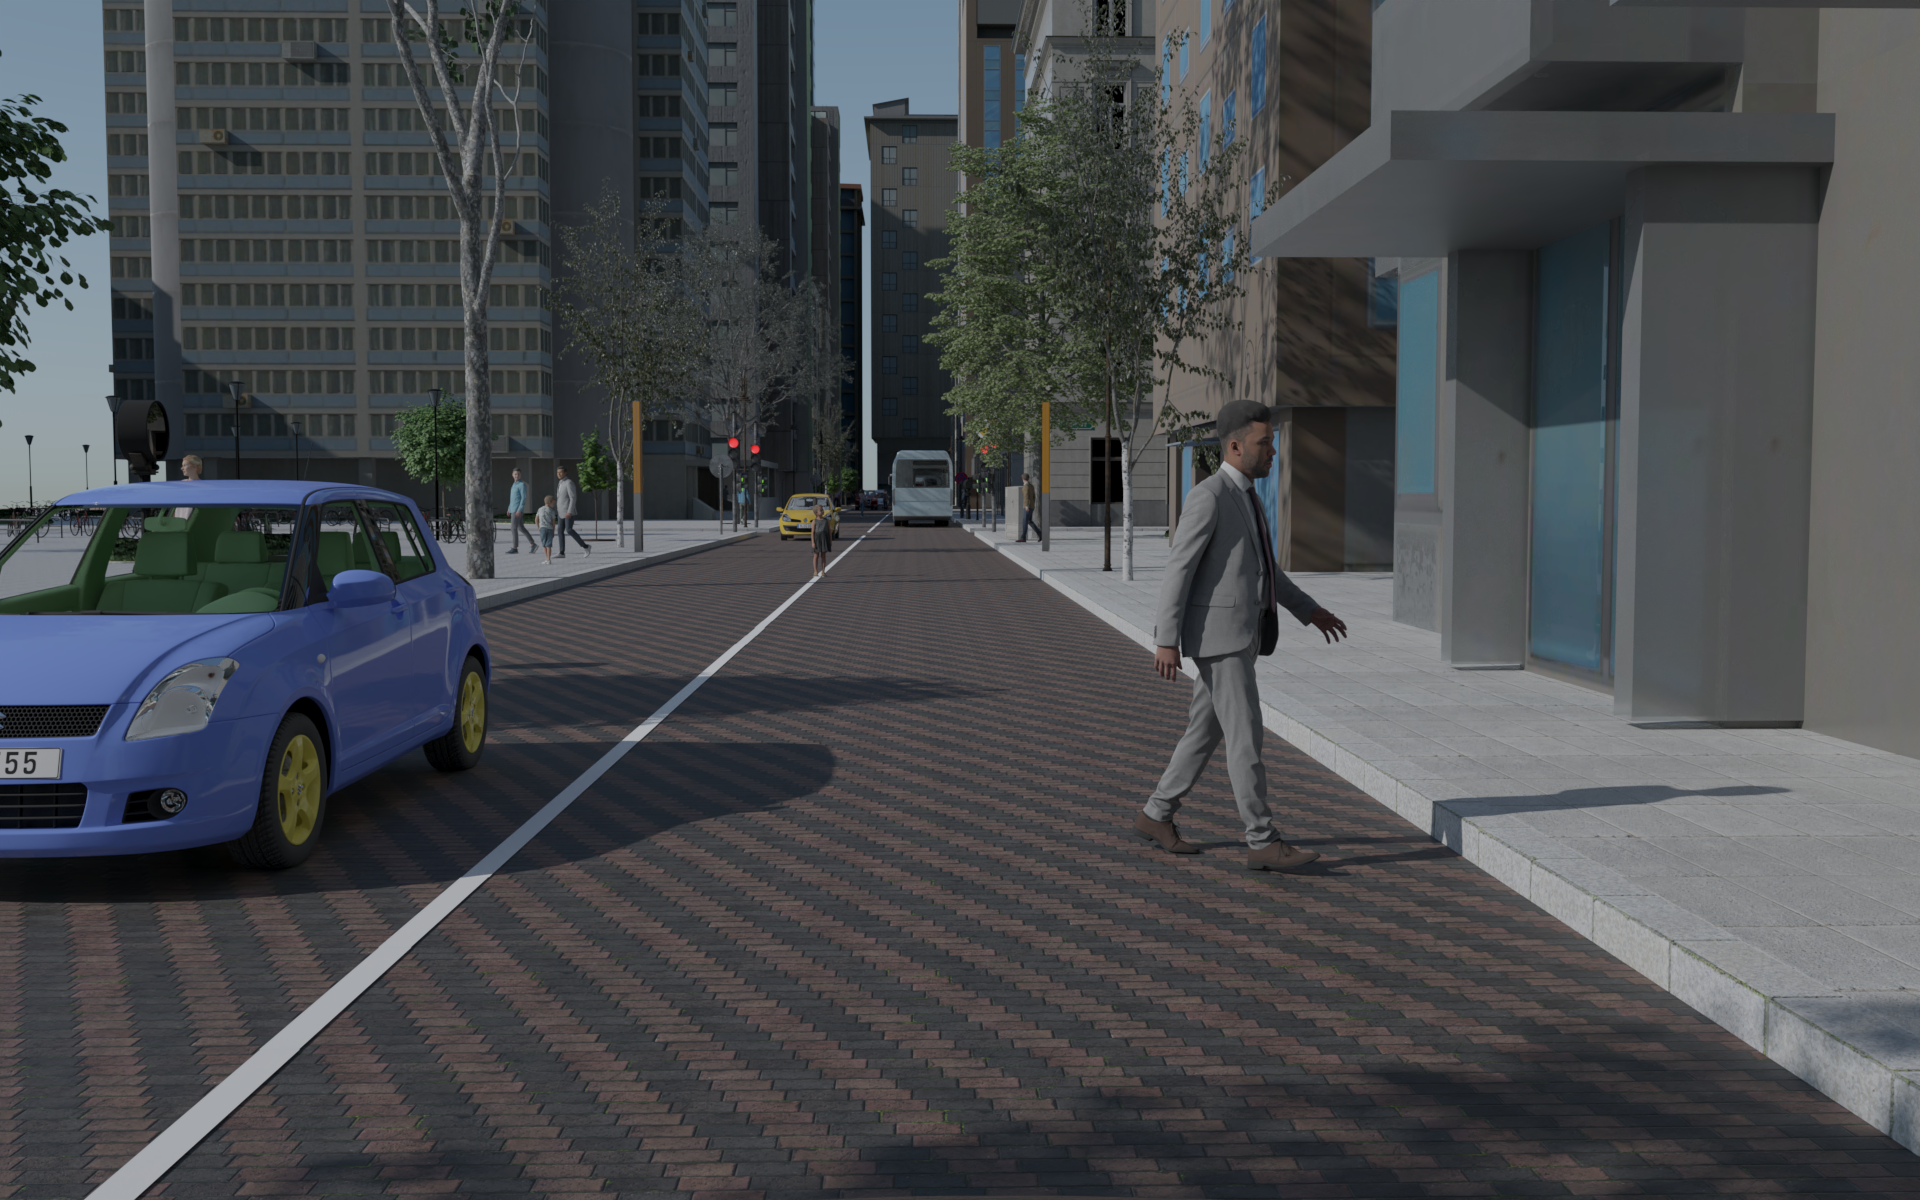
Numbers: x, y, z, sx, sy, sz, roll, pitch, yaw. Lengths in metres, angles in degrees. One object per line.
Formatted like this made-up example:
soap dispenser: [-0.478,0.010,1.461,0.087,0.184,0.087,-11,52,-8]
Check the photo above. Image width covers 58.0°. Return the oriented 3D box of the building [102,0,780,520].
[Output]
building: [-26.252,-24.411,91.009,32.217,40.220,23.993,0,4,-2]

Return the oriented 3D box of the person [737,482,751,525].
person: [-9.082,-4.044,72.504,0.601,1.785,0.444,2,4,29]

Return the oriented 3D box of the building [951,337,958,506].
building: [13.108,-21.860,202.443,27.650,21.520,28.899,0,4,-2]

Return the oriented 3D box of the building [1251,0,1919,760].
building: [14.261,-23.482,3.546,23.786,49.044,30.456,0,4,-2]

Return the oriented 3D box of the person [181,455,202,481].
person: [-9.163,-0.851,20.626,0.731,1.740,0.598,0,4,0]

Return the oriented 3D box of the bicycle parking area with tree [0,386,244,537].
bicycle parking area with tree: [-25.811,-3.739,48.139,9.016,4.147,8.231,3,5,43]

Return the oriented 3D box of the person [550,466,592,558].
person: [-7.802,-1.758,34.637,0.795,1.843,0.661,-2,4,-33]

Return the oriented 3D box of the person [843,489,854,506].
person: [-12.023,-11.081,187.228,1.348,1.823,0.705,-2,4,-24]

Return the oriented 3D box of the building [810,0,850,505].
building: [-28.973,-54.484,203.490,31.000,86.520,22.319,0,4,-2]

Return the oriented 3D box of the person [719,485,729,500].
person: [-14.600,-6.188,107.021,0.655,1.846,0.447,0,4,-6]

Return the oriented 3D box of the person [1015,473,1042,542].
person: [1.850,-2.452,46.042,0.836,1.842,0.656,-1,4,-11]

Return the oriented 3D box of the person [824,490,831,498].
person: [-11.118,-8.524,145.270,0.709,1.838,0.599,-3,5,-43]

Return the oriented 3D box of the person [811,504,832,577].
person: [-2.393,-1.028,29.982,0.362,1.253,0.373,-1,4,-16]

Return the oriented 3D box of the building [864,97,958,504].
building: [0.956,-39.748,239.114,27.495,52.752,28.713,0,4,-2]

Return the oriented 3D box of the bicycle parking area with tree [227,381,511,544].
bicycle parking area with tree: [-16.316,-3.588,45.674,8.231,4.147,9.016,-2,4,-25]

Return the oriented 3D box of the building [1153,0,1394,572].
building: [11.773,-23.472,33.873,14.600,45.320,14.200,0,4,-2]

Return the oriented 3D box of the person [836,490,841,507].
person: [-11.783,-9.749,166.246,0.742,1.727,0.445,0,4,-8]

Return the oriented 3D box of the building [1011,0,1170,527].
building: [24.727,-18.285,75.371,44.131,29.872,17.030,0,4,-2]

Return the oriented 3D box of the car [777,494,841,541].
car: [-4.725,-2.717,54.642,2.015,1.641,3.980,0,4,-1]

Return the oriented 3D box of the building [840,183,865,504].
building: [-27.458,-35.533,235.586,28.867,44.769,22.147,0,4,-2]

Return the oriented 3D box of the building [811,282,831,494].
building: [-26.127,-18.974,155.257,27.650,21.520,28.899,0,4,-2]

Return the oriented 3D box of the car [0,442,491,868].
car: [-3.364,0.113,7.748,1.945,1.707,3.694,0,3,0]

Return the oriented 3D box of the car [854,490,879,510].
car: [-8.400,-9.013,156.040,2.281,1.827,5.304,0,4,-2]

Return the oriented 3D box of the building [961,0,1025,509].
building: [7.207,-30.687,151.849,14.600,45.320,14.200,0,4,-2]

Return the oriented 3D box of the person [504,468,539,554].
person: [-9.396,-1.908,37.102,0.748,1.841,0.638,-1,4,-21]

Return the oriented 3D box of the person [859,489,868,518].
person: [-5.789,-5.730,102.774,0.593,1.750,0.643,3,4,37]

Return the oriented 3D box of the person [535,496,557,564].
person: [-7.562,-1.280,31.653,0.332,1.250,0.352,2,4,33]

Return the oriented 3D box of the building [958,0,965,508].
building: [10.297,-38.575,172.707,21.231,58.520,28.212,0,4,-2]

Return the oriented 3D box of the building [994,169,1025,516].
building: [7.172,-15.427,101.375,9.793,20.994,18.267,0,4,-2]

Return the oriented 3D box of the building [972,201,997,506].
building: [8.449,-18.791,126.295,14.314,24.678,30.058,0,4,-2]

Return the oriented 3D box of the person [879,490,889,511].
person: [-6.417,-8.342,145.428,0.750,1.759,0.617,-3,4,-37]

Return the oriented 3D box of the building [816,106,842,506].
building: [-19.484,-30.191,177.218,14.154,41.232,14.086,0,4,-2]

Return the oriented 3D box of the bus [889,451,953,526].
bus: [-1.832,-5.204,79.946,2.948,3.499,13.247,0,4,-2]

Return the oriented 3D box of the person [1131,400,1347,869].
person: [1.038,0.125,6.725,0.850,1.792,0.678,2,4,32]

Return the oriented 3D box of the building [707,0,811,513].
building: [-17.542,-26.583,118.220,14.154,41.232,14.086,0,4,-2]
